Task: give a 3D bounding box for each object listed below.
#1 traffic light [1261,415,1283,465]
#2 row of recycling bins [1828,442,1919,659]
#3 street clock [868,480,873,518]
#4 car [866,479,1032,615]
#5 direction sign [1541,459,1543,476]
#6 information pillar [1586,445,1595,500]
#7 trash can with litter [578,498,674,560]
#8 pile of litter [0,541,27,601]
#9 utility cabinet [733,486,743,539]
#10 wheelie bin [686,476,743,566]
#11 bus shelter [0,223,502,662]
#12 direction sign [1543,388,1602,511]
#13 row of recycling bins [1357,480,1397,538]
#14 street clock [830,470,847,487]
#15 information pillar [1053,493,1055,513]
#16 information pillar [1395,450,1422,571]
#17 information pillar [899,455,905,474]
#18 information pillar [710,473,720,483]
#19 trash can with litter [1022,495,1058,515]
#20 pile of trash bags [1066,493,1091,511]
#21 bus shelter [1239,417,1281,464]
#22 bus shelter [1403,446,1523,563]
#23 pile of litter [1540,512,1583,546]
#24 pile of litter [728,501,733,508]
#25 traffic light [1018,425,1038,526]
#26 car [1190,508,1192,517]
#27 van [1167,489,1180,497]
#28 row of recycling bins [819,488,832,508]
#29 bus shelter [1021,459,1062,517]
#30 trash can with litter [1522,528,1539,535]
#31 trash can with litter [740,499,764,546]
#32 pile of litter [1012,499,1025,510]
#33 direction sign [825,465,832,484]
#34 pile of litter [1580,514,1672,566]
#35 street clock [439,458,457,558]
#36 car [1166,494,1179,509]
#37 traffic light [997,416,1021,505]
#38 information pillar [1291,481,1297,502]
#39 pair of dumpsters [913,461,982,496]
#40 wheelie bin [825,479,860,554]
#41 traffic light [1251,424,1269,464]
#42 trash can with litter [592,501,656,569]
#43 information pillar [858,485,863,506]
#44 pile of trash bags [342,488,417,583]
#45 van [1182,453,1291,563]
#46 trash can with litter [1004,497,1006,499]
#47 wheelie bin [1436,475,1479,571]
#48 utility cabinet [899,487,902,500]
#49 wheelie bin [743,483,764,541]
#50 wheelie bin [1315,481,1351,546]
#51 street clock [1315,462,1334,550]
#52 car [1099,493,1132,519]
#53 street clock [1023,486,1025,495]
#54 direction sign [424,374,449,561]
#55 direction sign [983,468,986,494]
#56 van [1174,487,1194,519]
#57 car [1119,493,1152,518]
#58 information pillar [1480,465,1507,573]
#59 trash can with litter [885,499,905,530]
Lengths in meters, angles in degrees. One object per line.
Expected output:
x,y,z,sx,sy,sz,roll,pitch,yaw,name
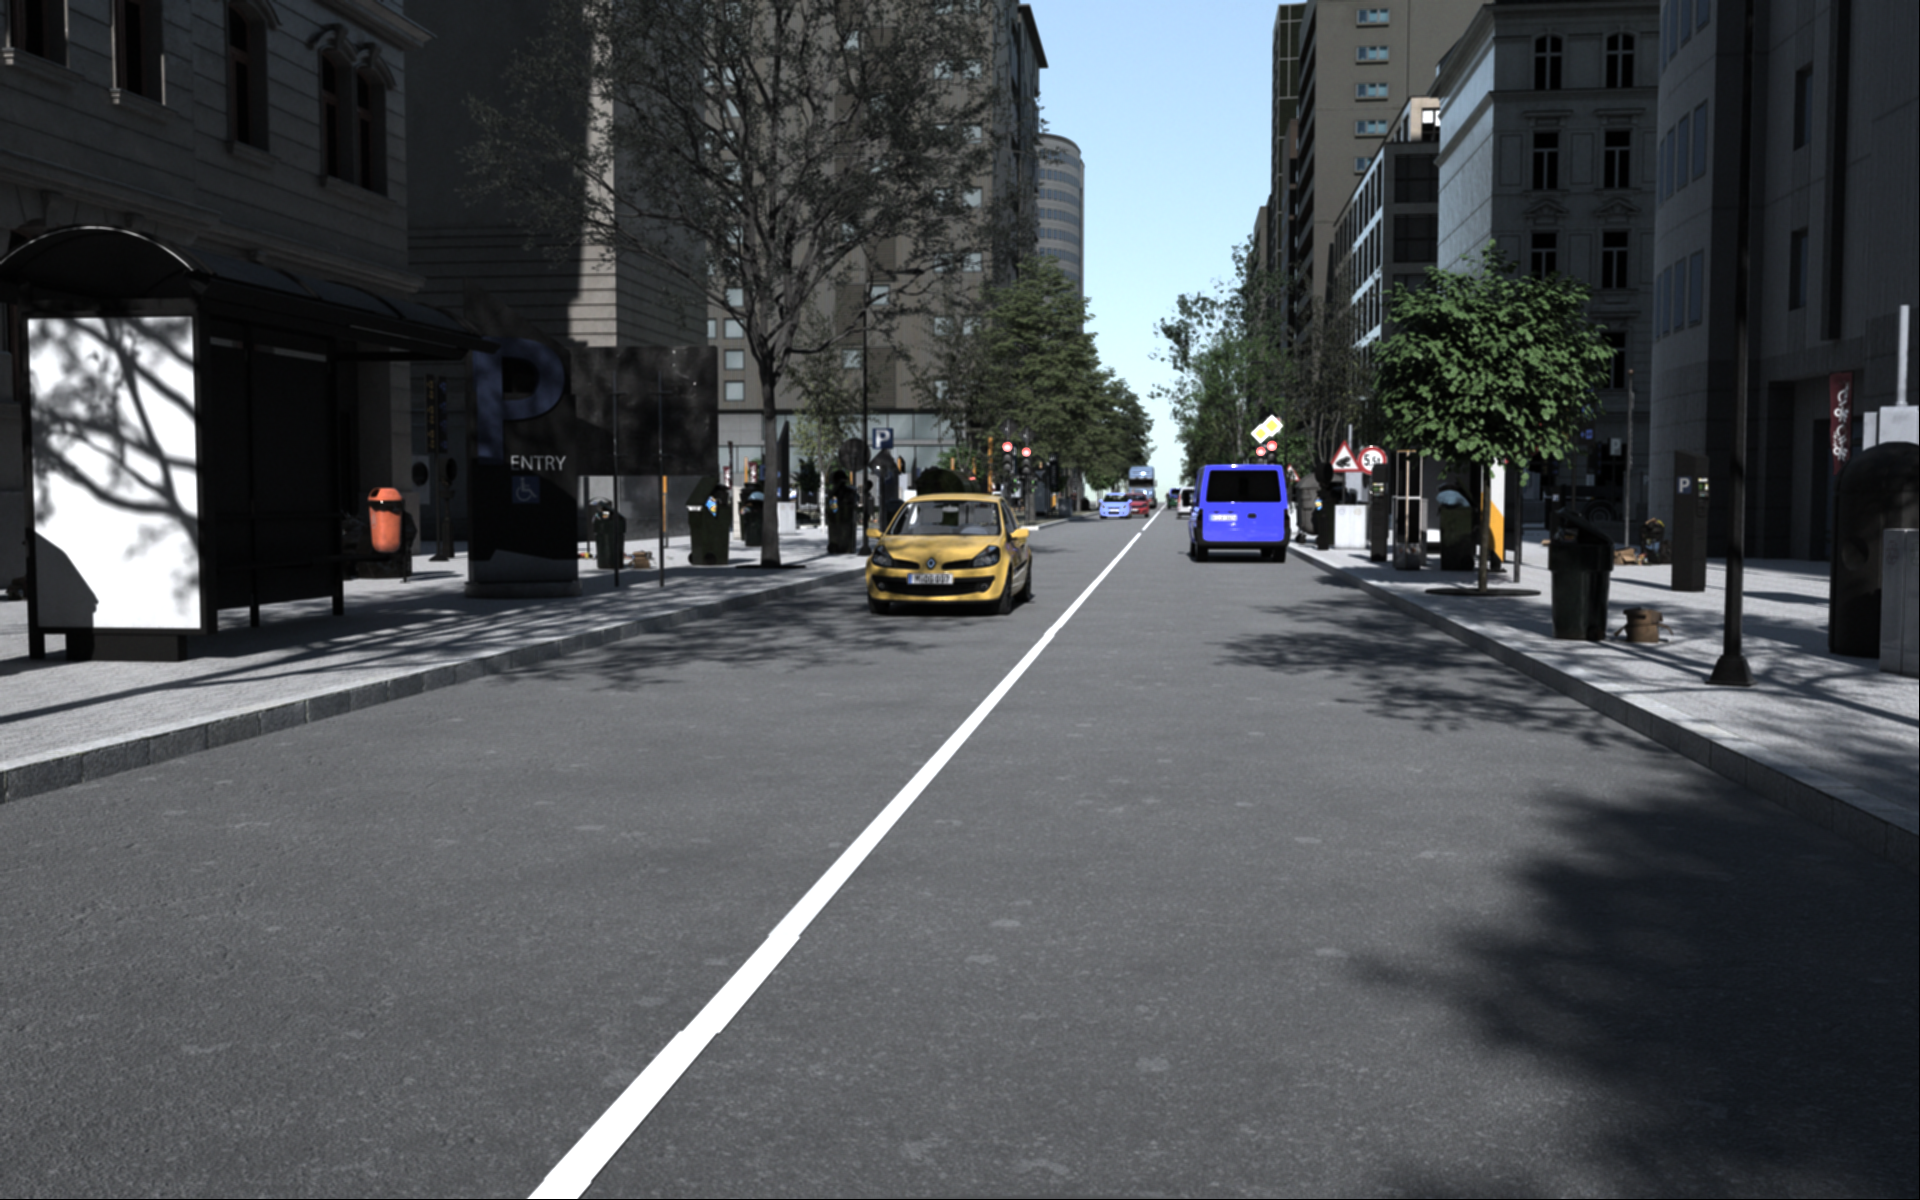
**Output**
10.993,-4.425,61.273,0.839,4.253,0.868,0,4,7,traffic light
8.753,-0.395,13.570,3.534,1.692,1.069,0,4,5,row of recycling bins
-4.778,-5.226,90.010,0.471,2.002,0.358,-3,4,-36,street clock
-0.082,-0.708,21.804,2.015,1.641,3.980,0,4,8,car
25.377,-5.048,74.530,0.379,3.537,0.876,-2,4,-34,direction sign
26.544,-4.990,72.939,0.504,3.616,0.183,-3,4,-38,information pillar
-6.788,-1.413,34.168,2.233,1.210,1.678,1,4,13,trash can with litter
-11.179,-0.451,21.334,1.719,0.858,1.176,0,4,-1,pile of litter
-6.342,-2.503,49.597,0.318,1.500,1.173,0,4,-7,utility cabinet
-4.512,-1.427,31.233,0.693,1.594,0.980,-3,4,-36,wheelie bin
-6.177,-1.334,15.728,2.014,3.302,5.546,0,4,7,bus shelter
9.877,-2.193,27.849,0.379,3.537,0.876,-1,4,-22,direction sign
12.128,-2.724,51.643,1.069,1.692,3.534,0,4,4,row of recycling bins
-3.690,-2.942,52.673,0.471,2.002,0.358,-2,4,-26,street clock
6.243,-7.696,117.185,0.504,3.616,0.183,0,4,-4,information pillar
7.548,-1.507,29.134,0.304,2.012,0.304,-1,4,-22,information pillar
-3.498,-6.916,104.437,0.183,3.616,0.504,3,5,39,information pillar
-8.623,-3.447,60.843,0.304,2.012,0.304,1,4,13,information pillar
5.300,-5.911,107.700,2.233,1.210,1.678,1,4,14,trash can with litter
8.950,-7.549,133.173,1.912,1.369,3.447,0,4,-5,pile of trash bags
15.327,-6.743,87.882,2.179,5.291,8.768,0,4,7,bus shelter
9.920,-2.478,34.432,2.014,3.302,5.546,0,4,7,bus shelter
14.782,-1.729,42.240,1.176,0.858,1.719,2,4,23,pile of litter
-14.890,-6.029,112.537,1.719,0.858,1.176,3,5,43,pile of litter
2.734,-4.979,70.324,0.839,4.253,0.868,0,4,7,traffic light
11.960,-4.320,83.214,1.945,1.354,3.894,1,4,9,car
24.106,-11.479,192.060,2.240,2.365,5.245,0,4,5,van
-10.001,-7.420,128.433,1.069,1.692,3.534,-1,4,-8,row of recycling bins
4.764,-6.566,101.279,2.014,3.302,5.546,0,4,7,bus shelter
17.090,-2.677,54.831,1.678,1.210,2.233,-2,4,-27,trash can with litter
-5.119,-1.903,42.504,0.624,1.170,1.055,-1,4,-11,trash can with litter
4.947,-7.785,141.251,1.719,0.858,1.176,2,4,27,pile of litter
-10.350,-8.859,136.843,0.379,3.537,0.876,3,4,36,direction sign
12.393,-1.081,31.645,1.719,0.858,1.176,-1,4,-20,pile of litter
-10.255,-1.839,34.634,0.358,2.002,0.471,1,4,11,street clock
21.333,-9.683,170.113,2.131,1.459,4.920,1,4,9,car
1.750,-4.494,62.399,0.839,4.253,0.868,0,4,7,traffic light
15.632,-4.673,80.901,0.304,2.012,0.304,0,4,8,information pillar
-0.368,-2.890,49.742,1.574,2.255,4.437,0,4,7,pair of dumpsters
-2.533,-1.812,37.526,0.693,1.594,0.980,0,4,5,wheelie bin
11.976,-4.910,69.198,0.839,4.253,0.868,0,4,7,traffic light
-5.784,-1.128,29.824,1.055,1.170,0.624,-1,4,-14,trash can with litter
-8.033,-8.283,139.914,0.304,2.012,0.304,2,4,29,information pillar
-9.093,-0.995,26.026,1.912,1.369,3.447,-3,4,-38,pile of trash bags
6.043,-2.050,37.904,2.240,2.365,5.245,0,4,6,van
1.500,-3.699,71.869,1.055,1.170,0.624,1,4,11,trash can with litter
8.350,-1.297,29.108,0.693,1.594,0.980,1,4,15,wheelie bin
-1.992,-2.653,52.053,0.318,1.500,1.173,-1,4,-11,utility cabinet
-5.674,-2.429,47.625,0.980,1.594,0.693,3,4,38,wheelie bin
9.359,-2.167,43.330,0.980,1.594,0.693,-2,4,-32,wheelie bin
8.303,-2.139,39.542,0.358,2.002,0.471,3,5,42,street clock
9.046,-5.557,100.455,1.945,1.707,3.694,1,4,9,car
5.507,-8.571,144.701,0.358,2.002,0.471,-3,5,-39,street clock
-9.988,-2.513,33.088,0.379,3.537,0.876,1,4,8,direction sign
1.877,-8.695,134.168,0.379,3.537,0.876,1,4,15,direction sign
13.375,-5.693,100.100,2.013,2.044,4.112,0,4,7,van
10.724,-5.956,106.428,2.155,1.783,4.494,0,4,7,car
8.667,-2.248,28.103,0.504,3.616,0.183,-2,4,-34,information pillar
-1.465,-1.836,41.399,0.624,1.170,1.055,0,4,-8,trash can with litter
